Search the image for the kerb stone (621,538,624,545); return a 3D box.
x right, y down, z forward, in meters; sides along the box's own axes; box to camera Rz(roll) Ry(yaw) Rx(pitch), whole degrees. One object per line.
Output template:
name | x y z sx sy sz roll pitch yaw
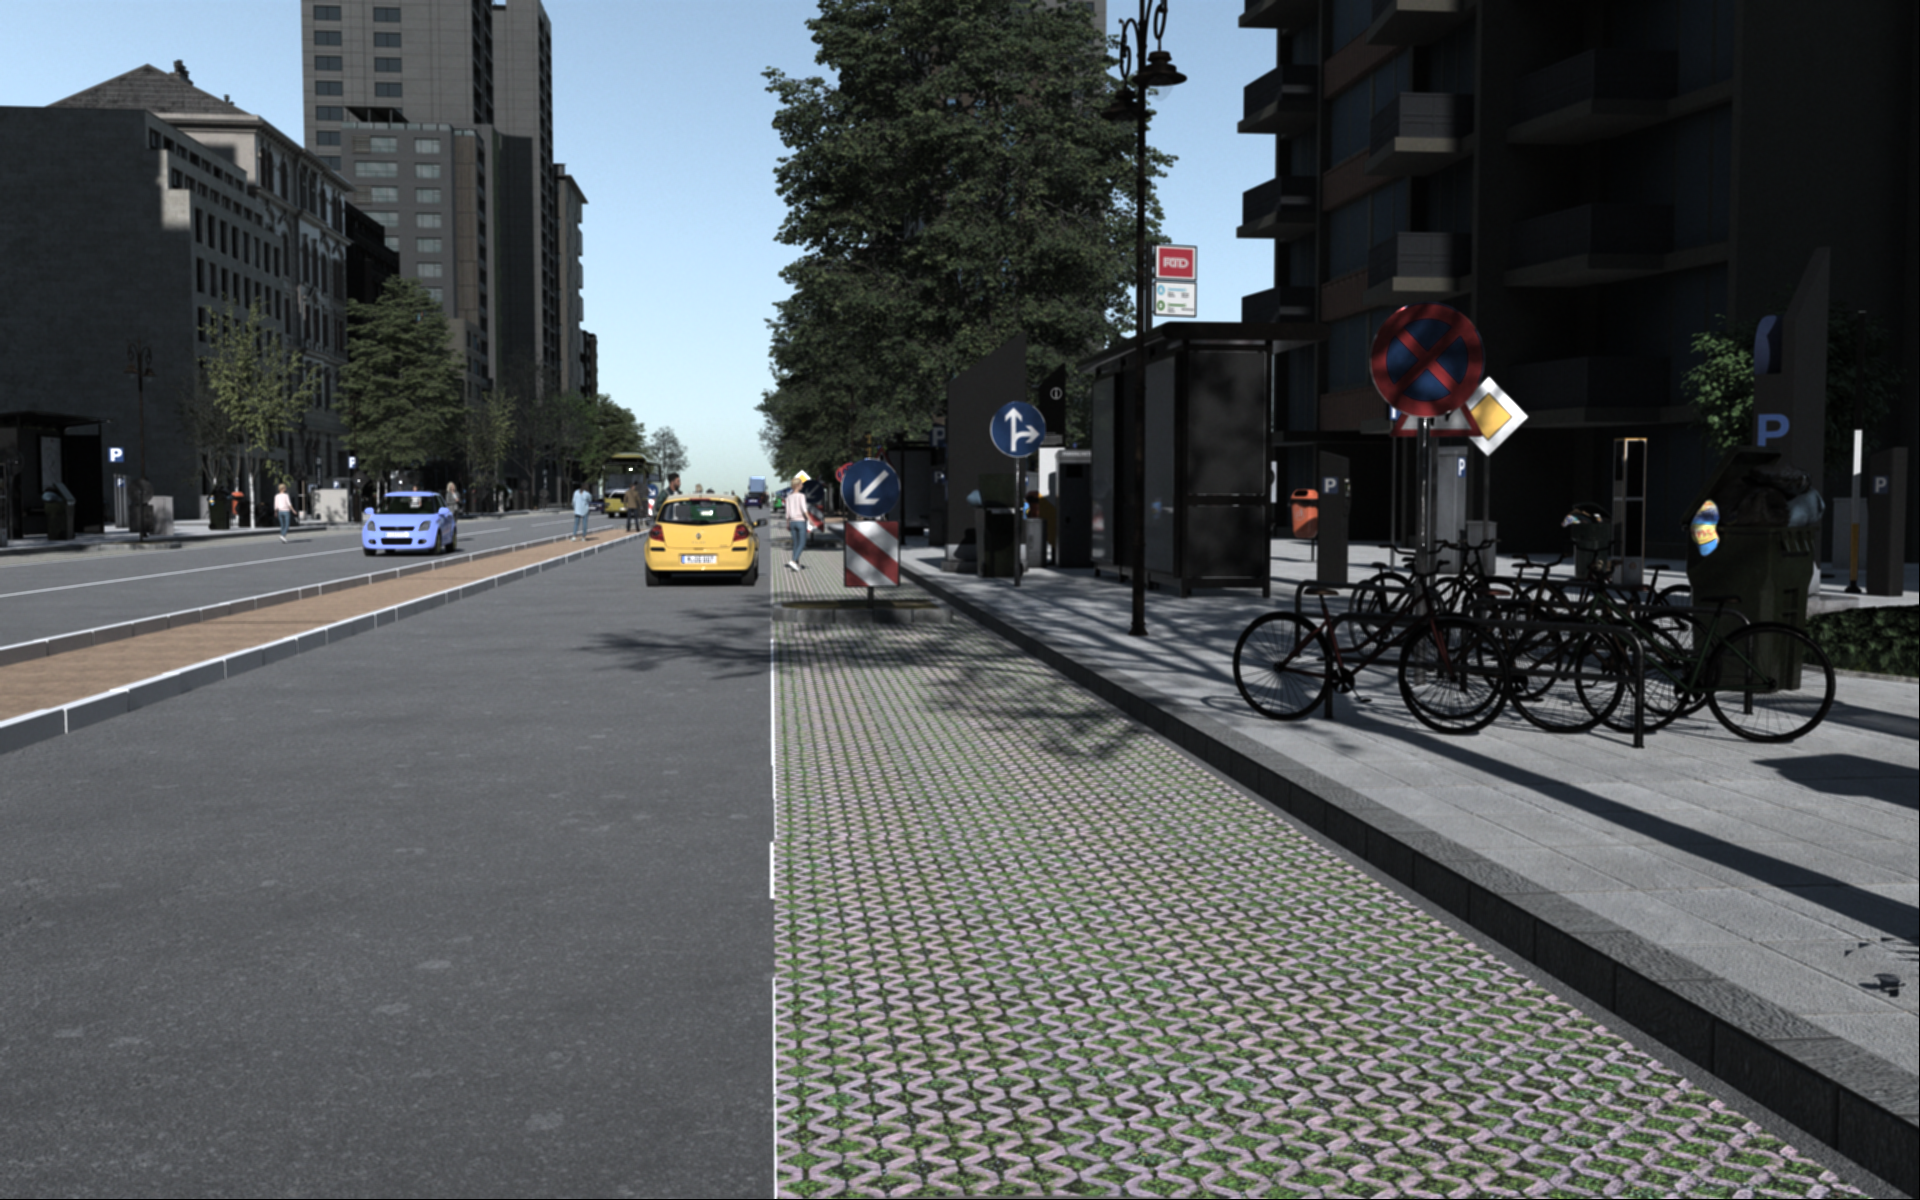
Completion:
kerb stone | -9.599 -1.612 48.580 0.120 0.150 1.000 0 4 -6

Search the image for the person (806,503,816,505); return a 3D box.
person | -5.629 -3.375 64.037 0.716 1.782 0.532 -3 5 -42

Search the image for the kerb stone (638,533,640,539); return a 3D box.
kerb stone | -10.269 -1.987 54.687 0.120 0.150 1.000 0 4 -6

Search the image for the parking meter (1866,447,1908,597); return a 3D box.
parking meter | 11.661 -0.985 21.810 0.255 1.863 0.399 -1 4 -21

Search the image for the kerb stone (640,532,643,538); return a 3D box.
kerb stone | -10.375 -2.050 55.710 0.120 0.150 1.000 0 4 -6

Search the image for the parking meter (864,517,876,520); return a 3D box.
parking meter | -2.852 -2.830 54.688 0.372 1.533 0.369 0 3 0

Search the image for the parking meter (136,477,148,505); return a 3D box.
parking meter | -28.201 -3.302 59.694 0.399 1.863 0.255 0 4 0

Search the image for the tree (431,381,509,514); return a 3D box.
tree | -31.100 -9.896 112.164 4.360 8.622 3.978 0 3 0

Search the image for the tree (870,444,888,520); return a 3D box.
tree | -2.637 -3.899 58.347 1.663 3.219 1.824 0 3 0

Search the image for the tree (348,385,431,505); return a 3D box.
tree | -38.543 -10.160 116.485 4.360 8.622 3.978 0 3 0

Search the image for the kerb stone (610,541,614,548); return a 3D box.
kerb stone | -9.262 -1.426 45.515 0.120 0.150 1.000 0 4 -6

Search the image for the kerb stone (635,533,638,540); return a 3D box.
kerb stone | -10.153 -1.925 53.671 0.120 0.150 1.000 0 4 -6

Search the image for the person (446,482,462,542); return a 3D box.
person | -15.208 -2.656 52.114 0.537 1.800 0.526 -3 5 -45

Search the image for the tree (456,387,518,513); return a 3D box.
tree | -32.100 -10.305 118.843 4.737 8.622 4.395 0 3 0

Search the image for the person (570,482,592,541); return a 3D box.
person | -11.511 -2.680 52.576 0.793 1.790 0.793 -3 4 -36

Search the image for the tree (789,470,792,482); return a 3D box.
tree | -10.211 -9.134 133.059 4.285 4.588 4.351 0 3 0

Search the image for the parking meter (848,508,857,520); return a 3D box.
parking meter | -4.322 -3.894 69.383 0.255 1.863 0.399 -2 4 -29

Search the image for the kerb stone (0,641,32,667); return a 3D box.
kerb stone | -7.999 0.463 14.661 0.120 0.150 1.000 0 4 -6

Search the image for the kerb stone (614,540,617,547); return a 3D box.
kerb stone | -9.380 -1.488 46.530 0.120 0.150 1.000 0 4 -6

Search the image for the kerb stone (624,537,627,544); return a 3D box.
kerb stone | -9.709 -1.676 49.602 0.120 0.150 1.000 0 4 -6

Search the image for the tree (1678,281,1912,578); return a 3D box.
tree | 12.932 -2.641 26.899 4.285 4.588 4.351 0 3 0

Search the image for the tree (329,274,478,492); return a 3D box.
tree | -28.727 -10.496 89.738 7.486 12.596 7.792 0 3 0

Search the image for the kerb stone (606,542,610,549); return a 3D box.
kerb stone | -9.153 -1.357 44.499 0.120 0.150 1.000 0 4 -6

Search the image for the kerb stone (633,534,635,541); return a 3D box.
kerb stone | -10.046 -1.863 52.654 0.120 0.150 1.000 0 4 -6

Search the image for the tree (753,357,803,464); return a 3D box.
tree | -23.950 -23.510 240.275 12.611 20.169 13.585 0 3 0

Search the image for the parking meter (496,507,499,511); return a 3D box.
parking meter | -34.334 -7.364 128.804 0.372 1.533 0.369 0 3 0

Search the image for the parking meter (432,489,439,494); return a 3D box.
parking meter | -28.605 -5.261 94.435 0.372 1.533 0.369 0 3 0

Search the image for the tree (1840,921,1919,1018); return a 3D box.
tree | 2.966 -5.718 3.855 12.009 13.543 11.850 0 3 0

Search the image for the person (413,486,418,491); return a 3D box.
person | -20.633 -3.455 65.566 0.480 1.755 0.524 -1 4 -23

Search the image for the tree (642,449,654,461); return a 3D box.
tree | -49.980 -19.827 274.540 4.737 8.622 4.395 0 3 0

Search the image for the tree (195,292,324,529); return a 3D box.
tree | -25.910 -6.929 63.659 4.737 8.622 4.395 0 3 0

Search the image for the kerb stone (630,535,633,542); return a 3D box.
kerb stone | -9.934 -1.794 51.638 0.120 0.150 1.000 0 4 -6

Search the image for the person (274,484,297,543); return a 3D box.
person | -19.785 -2.542 50.732 0.731 1.740 0.598 0 4 0

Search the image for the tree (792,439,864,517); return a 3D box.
tree | -6.589 -7.020 98.499 4.285 4.588 4.351 0 3 0

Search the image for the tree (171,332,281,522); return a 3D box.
tree | -32.863 -7.803 77.934 4.360 8.622 3.978 0 3 0

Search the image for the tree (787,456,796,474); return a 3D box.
tree | -19.758 -16.394 218.409 4.737 8.622 4.395 0 3 0

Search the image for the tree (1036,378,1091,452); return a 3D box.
tree | 7.260 -9.497 105.646 4.737 8.622 4.395 0 3 0

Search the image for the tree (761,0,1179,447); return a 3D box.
tree | 0.282 -7.956 36.737 9.857 13.997 8.962 0 3 0

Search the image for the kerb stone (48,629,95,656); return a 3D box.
kerb stone | -8.116 0.398 15.689 0.120 0.150 1.000 0 4 -6

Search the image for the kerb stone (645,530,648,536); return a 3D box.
kerb stone | -10.600 -2.174 57.746 0.120 0.150 1.000 0 4 -6

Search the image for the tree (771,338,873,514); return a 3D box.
tree | -8.485 -11.903 112.737 7.486 12.596 7.792 0 3 0

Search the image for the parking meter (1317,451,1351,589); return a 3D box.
parking meter | 5.068 -1.086 23.465 0.399 1.863 0.255 2 4 32

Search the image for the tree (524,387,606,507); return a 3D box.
tree | -38.372 -14.877 168.994 9.928 11.665 9.643 0 3 0

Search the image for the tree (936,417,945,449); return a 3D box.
tree | -0.960 -11.968 146.039 4.737 8.622 4.395 0 3 0

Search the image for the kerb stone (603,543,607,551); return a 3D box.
kerb stone | -9.044 -1.302 43.482 0.120 0.150 1.000 0 4 -6

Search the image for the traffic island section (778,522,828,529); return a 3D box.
traffic island section | -6.494 -3.018 71.629 2.009 0.180 2.903 0 4 -6

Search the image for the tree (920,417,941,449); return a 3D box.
tree | -3.393 -10.552 122.881 4.360 8.622 3.978 0 3 0

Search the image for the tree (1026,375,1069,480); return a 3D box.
tree | 3.186 -8.582 90.672 4.360 8.622 3.978 0 3 0

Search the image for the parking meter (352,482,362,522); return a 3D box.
parking meter | -27.464 -4.479 78.949 0.399 1.863 0.255 3 4 36

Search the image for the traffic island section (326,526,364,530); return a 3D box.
traffic island section | -24.131 -2.901 69.712 2.009 0.180 2.903 0 4 -6

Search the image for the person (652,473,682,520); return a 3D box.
person | -5.284 -1.445 32.103 0.794 1.824 0.713 -3 4 -37

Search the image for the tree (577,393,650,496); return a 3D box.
tree | -39.848 -16.924 194.829 7.486 12.596 7.792 0 3 0

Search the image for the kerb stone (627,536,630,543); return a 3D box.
kerb stone | -9.829 -1.733 50.621 0.120 0.150 1.000 0 4 -6

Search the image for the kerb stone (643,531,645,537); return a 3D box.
kerb stone | -10.492 -2.112 56.728 0.120 0.150 1.000 0 4 -6

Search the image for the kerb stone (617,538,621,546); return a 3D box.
kerb stone | -9.488 -1.547 47.550 0.120 0.150 1.000 0 4 -6

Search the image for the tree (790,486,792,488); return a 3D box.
tree | -29.583 -19.046 306.004 1.663 3.219 1.824 0 3 0
